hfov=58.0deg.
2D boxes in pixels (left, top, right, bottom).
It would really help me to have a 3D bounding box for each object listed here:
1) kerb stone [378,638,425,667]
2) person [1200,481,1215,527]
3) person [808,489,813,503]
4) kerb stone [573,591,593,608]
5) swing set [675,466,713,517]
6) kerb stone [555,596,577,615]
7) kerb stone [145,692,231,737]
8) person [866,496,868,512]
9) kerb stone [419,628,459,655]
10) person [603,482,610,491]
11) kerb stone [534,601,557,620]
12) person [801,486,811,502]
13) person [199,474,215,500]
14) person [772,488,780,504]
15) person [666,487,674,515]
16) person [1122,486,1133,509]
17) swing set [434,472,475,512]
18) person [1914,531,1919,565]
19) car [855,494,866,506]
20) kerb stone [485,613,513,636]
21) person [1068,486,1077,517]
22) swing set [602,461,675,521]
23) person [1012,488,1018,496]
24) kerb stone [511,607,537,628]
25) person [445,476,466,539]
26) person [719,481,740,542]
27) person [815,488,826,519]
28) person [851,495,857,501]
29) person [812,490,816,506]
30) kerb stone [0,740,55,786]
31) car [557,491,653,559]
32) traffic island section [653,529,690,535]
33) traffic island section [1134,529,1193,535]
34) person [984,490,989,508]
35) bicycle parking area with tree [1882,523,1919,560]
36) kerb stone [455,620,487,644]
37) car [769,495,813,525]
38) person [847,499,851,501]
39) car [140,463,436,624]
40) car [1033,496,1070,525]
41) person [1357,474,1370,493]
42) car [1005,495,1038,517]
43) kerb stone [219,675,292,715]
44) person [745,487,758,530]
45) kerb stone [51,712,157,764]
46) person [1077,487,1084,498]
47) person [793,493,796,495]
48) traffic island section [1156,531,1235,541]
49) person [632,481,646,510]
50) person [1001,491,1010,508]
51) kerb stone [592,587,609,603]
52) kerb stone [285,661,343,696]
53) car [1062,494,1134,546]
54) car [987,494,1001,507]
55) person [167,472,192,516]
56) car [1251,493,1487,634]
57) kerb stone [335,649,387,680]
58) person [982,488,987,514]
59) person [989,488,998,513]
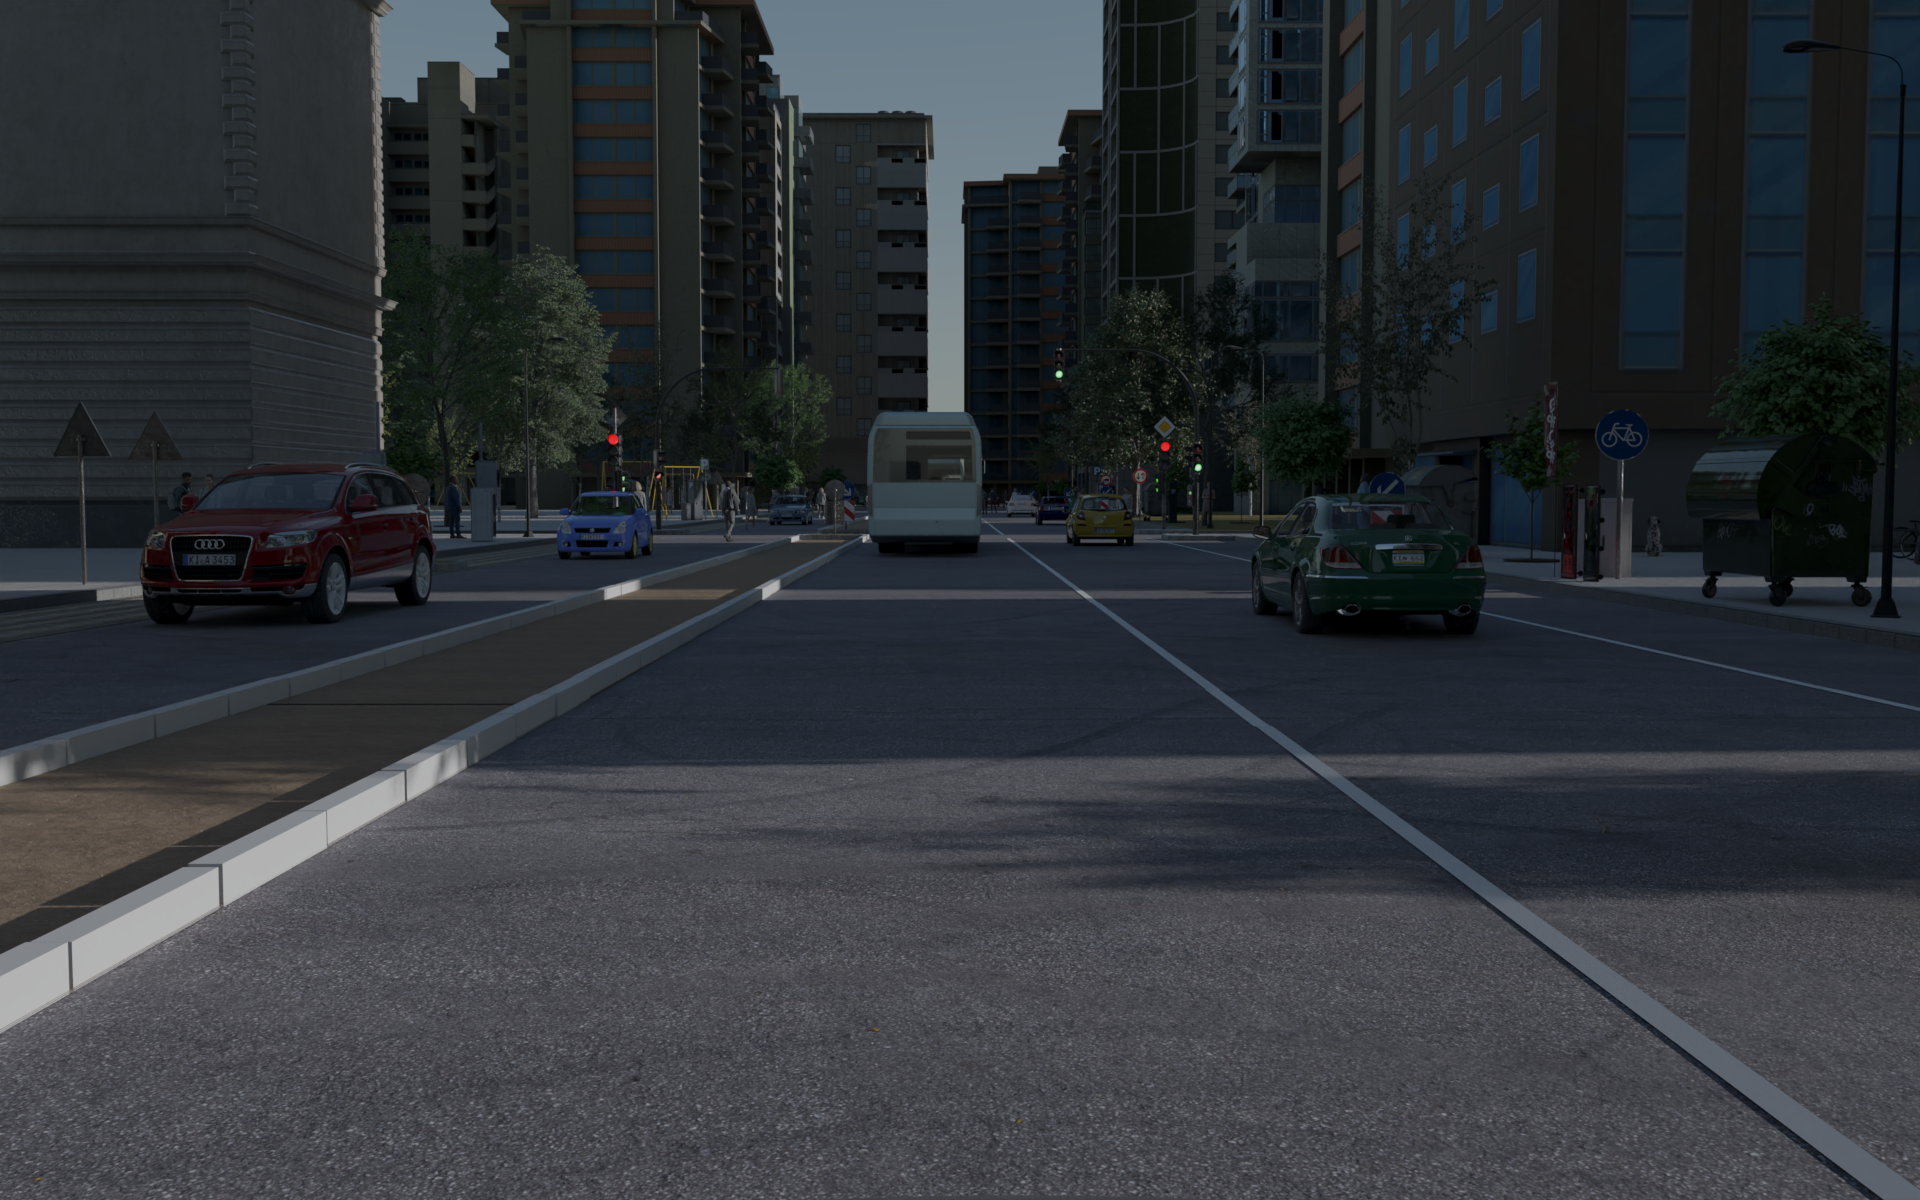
[{"bbox_3d":[-4.779,0.458,14.715,0.120,0.150,1.000,0,4,0],"label":"kerb stone"},{"bbox_3d":[9.644,-3.736,67.475,0.599,1.781,0.374,0,4,4],"label":"person"},{"bbox_3d":[-11.145,-7.294,127.733,0.573,1.828,0.580,2,4,26],"label":"person"},{"bbox_3d":[-4.834,0.019,21.893,0.120,0.150,1.000,0,4,0],"label":"kerb stone"},{"bbox_3d":[-15.832,-6.141,98.019,3.119,2.851,2.862,-3,4,-37],"label":"swing set"},{"bbox_3d":[-4.815,0.083,20.864,0.120,0.150,1.000,0,4,0],"label":"kerb stone"},{"bbox_3d":[-4.754,0.710,10.612,0.120,0.150,1.000,0,4,0],"label":"kerb stone"},{"bbox_3d":[-7.199,-7.672,136.534,0.523,1.515,0.503,1,4,14],"label":"person"},{"bbox_3d":[-4.781,0.396,15.746,0.120,0.150,1.000,0,4,0],"label":"kerb stone"},{"bbox_3d":[-15.777,-4.378,77.591,0.622,1.834,0.822,-3,5,-39],"label":"person"},{"bbox_3d":[-4.821,0.151,19.843,0.120,0.150,1.000,0,4,0],"label":"kerb stone"},{"bbox_3d":[-9.343,-5.920,104.657,0.648,1.900,0.474,-2,4,-23],"label":"person"},{"bbox_3d":[-15.596,-1.773,36.036,0.512,1.701,0.522,0,4,-2],"label":"person"},{"bbox_3d":[-11.737,-6.226,110.476,0.511,1.800,0.466,0,4,-1],"label":"person"},{"bbox_3d":[-17.871,-6.089,106.599,0.522,1.701,0.512,0,4,-2],"label":"person"},{"bbox_3d":[6.420,-3.525,66.885,0.466,1.731,0.760,0,4,-5],"label":"person"},{"bbox_3d":[-35.172,-7.589,121.702,2.862,2.851,3.119,0,4,2],"label":"swing set"},{"bbox_3d":[10.799,-0.778,18.946,0.709,1.800,0.728,1,4,19],"label":"person"},{"bbox_3d":[-11.660,-11.515,197.069,1.959,1.807,4.718,0,4,-1],"label":"car"},{"bbox_3d":[-4.806,0.273,17.797,0.120,0.150,1.000,0,4,0],"label":"kerb stone"},{"bbox_3d":[5.140,-4.258,78.372,0.529,1.795,0.600,3,4,39],"label":"person"},{"bbox_3d":[-15.416,-5.195,82.561,3.119,2.851,2.862,0,4,-5],"label":"swing set"},{"bbox_3d":[4.009,-7.183,125.828,0.514,1.842,0.818,1,4,16],"label":"person"},{"bbox_3d":[-4.801,0.210,18.821,0.120,0.150,1.000,0,4,0],"label":"kerb stone"},{"bbox_3d":[-14.592,-2.675,49.956,0.419,1.800,0.721,-3,5,-45],"label":"person"},{"bbox_3d":[-6.929,-2.659,52.070,0.679,1.850,0.850,1,4,15],"label":"person"},{"bbox_3d":[-8.133,-5.624,100.638,0.709,1.800,0.728,1,4,11],"label":"person"},{"bbox_3d":[-10.475,-9.824,169.851,0.721,1.736,1.217,3,4,39],"label":"person"},{"bbox_3d":[-15.583,-10.771,182.947,0.742,1.727,0.445,-3,4,-38],"label":"person"},{"bbox_3d":[-4.733,0.834,8.560,0.120,0.150,1.000,0,4,0],"label":"kerb stone"},{"bbox_3d":[-8.030,-1.817,39.305,1.945,1.707,3.694,0,4,-2],"label":"car"},{"bbox_3d":[-10.868,-2.451,62.350,2.009,0.180,2.903,0,4,0],"label":"traffic island section"},{"bbox_3d":[7.373,-2.458,62.470,2.009,0.180,2.903,0,4,0],"label":"traffic island section"},{"bbox_3d":[2.627,-10.333,177.385,0.705,1.831,1.348,2,4,30],"label":"person"},{"bbox_3d":[22.338,-2.783,32.503,8.231,4.147,9.016,-1,4,-14],"label":"bicycle parking area with tree"},{"bbox_3d":[-4.797,0.333,16.773,0.120,0.150,1.000,0,4,0],"label":"kerb stone"},{"bbox_3d":[-7.893,-4.238,81.293,2.014,1.417,4.499,0,4,1],"label":"car"},{"bbox_3d":[-8.555,-7.607,132.992,0.853,1.813,0.709,-3,5,-42],"label":"person"},{"bbox_3d":[-7.921,-0.744,20.842,2.281,1.827,5.304,0,4,0],"label":"car"},{"bbox_3d":[4.412,-4.183,80.972,1.945,1.354,3.894,0,4,1],"label":"car"},{"bbox_3d":[10.085,-2.256,43.187,0.793,1.790,0.793,0,4,-5],"label":"person"},{"bbox_3d":[3.858,-5.858,108.143,2.083,1.381,4.827,0,4,1],"label":"car"},{"bbox_3d":[-4.759,0.646,11.634,0.120,0.150,1.000,0,4,0],"label":"kerb stone"},{"bbox_3d":[-8.330,-3.659,69.074,0.466,1.731,0.760,1,4,11],"label":"person"},{"bbox_3d":[-4.751,0.771,9.590,0.120,0.150,1.000,0,4,0],"label":"kerb stone"},{"bbox_3d":[5.766,-4.448,81.585,0.532,1.782,0.716,1,4,16],"label":"person"},{"bbox_3d":[-9.051,-5.141,95.148,0.503,1.515,0.523,3,5,42],"label":"person"},{"bbox_3d":[7.428,-1.970,54.485,2.009,0.180,2.903,0,4,0],"label":"traffic island section"},{"bbox_3d":[-9.514,-2.567,50.647,0.709,1.800,0.728,-1,4,-16],"label":"person"},{"bbox_3d":[4.577,-10.199,175.805,0.990,1.755,0.434,-2,4,-23],"label":"person"},{"bbox_3d":[-4.838,-0.043,22.916,0.120,0.150,1.000,0,4,0],"label":"kerb stone"},{"bbox_3d":[-4.762,0.590,12.656,0.120,0.150,1.000,0,4,0],"label":"kerb stone"},{"bbox_3d":[3.943,-2.381,49.148,2.015,1.641,3.980,0,4,0],"label":"car"},{"bbox_3d":[3.685,-11.709,200.478,2.155,1.783,4.494,0,4,1],"label":"car"},{"bbox_3d":[-17.488,-2.001,39.110,0.721,1.781,0.623,-1,4,-16],"label":"person"},{"bbox_3d":[4.396,-0.450,19.158,2.131,1.459,4.920,0,4,1],"label":"car"},{"bbox_3d":[-4.772,0.525,13.682,0.120,0.150,1.000,0,4,0],"label":"kerb stone"},{"bbox_3d":[1.656,-6.985,122.505,0.447,1.846,0.655,-3,5,-43],"label":"person"},{"bbox_3d":[2.549,-7.698,133.720,0.648,1.900,0.474,1,4,16],"label":"person"}]
